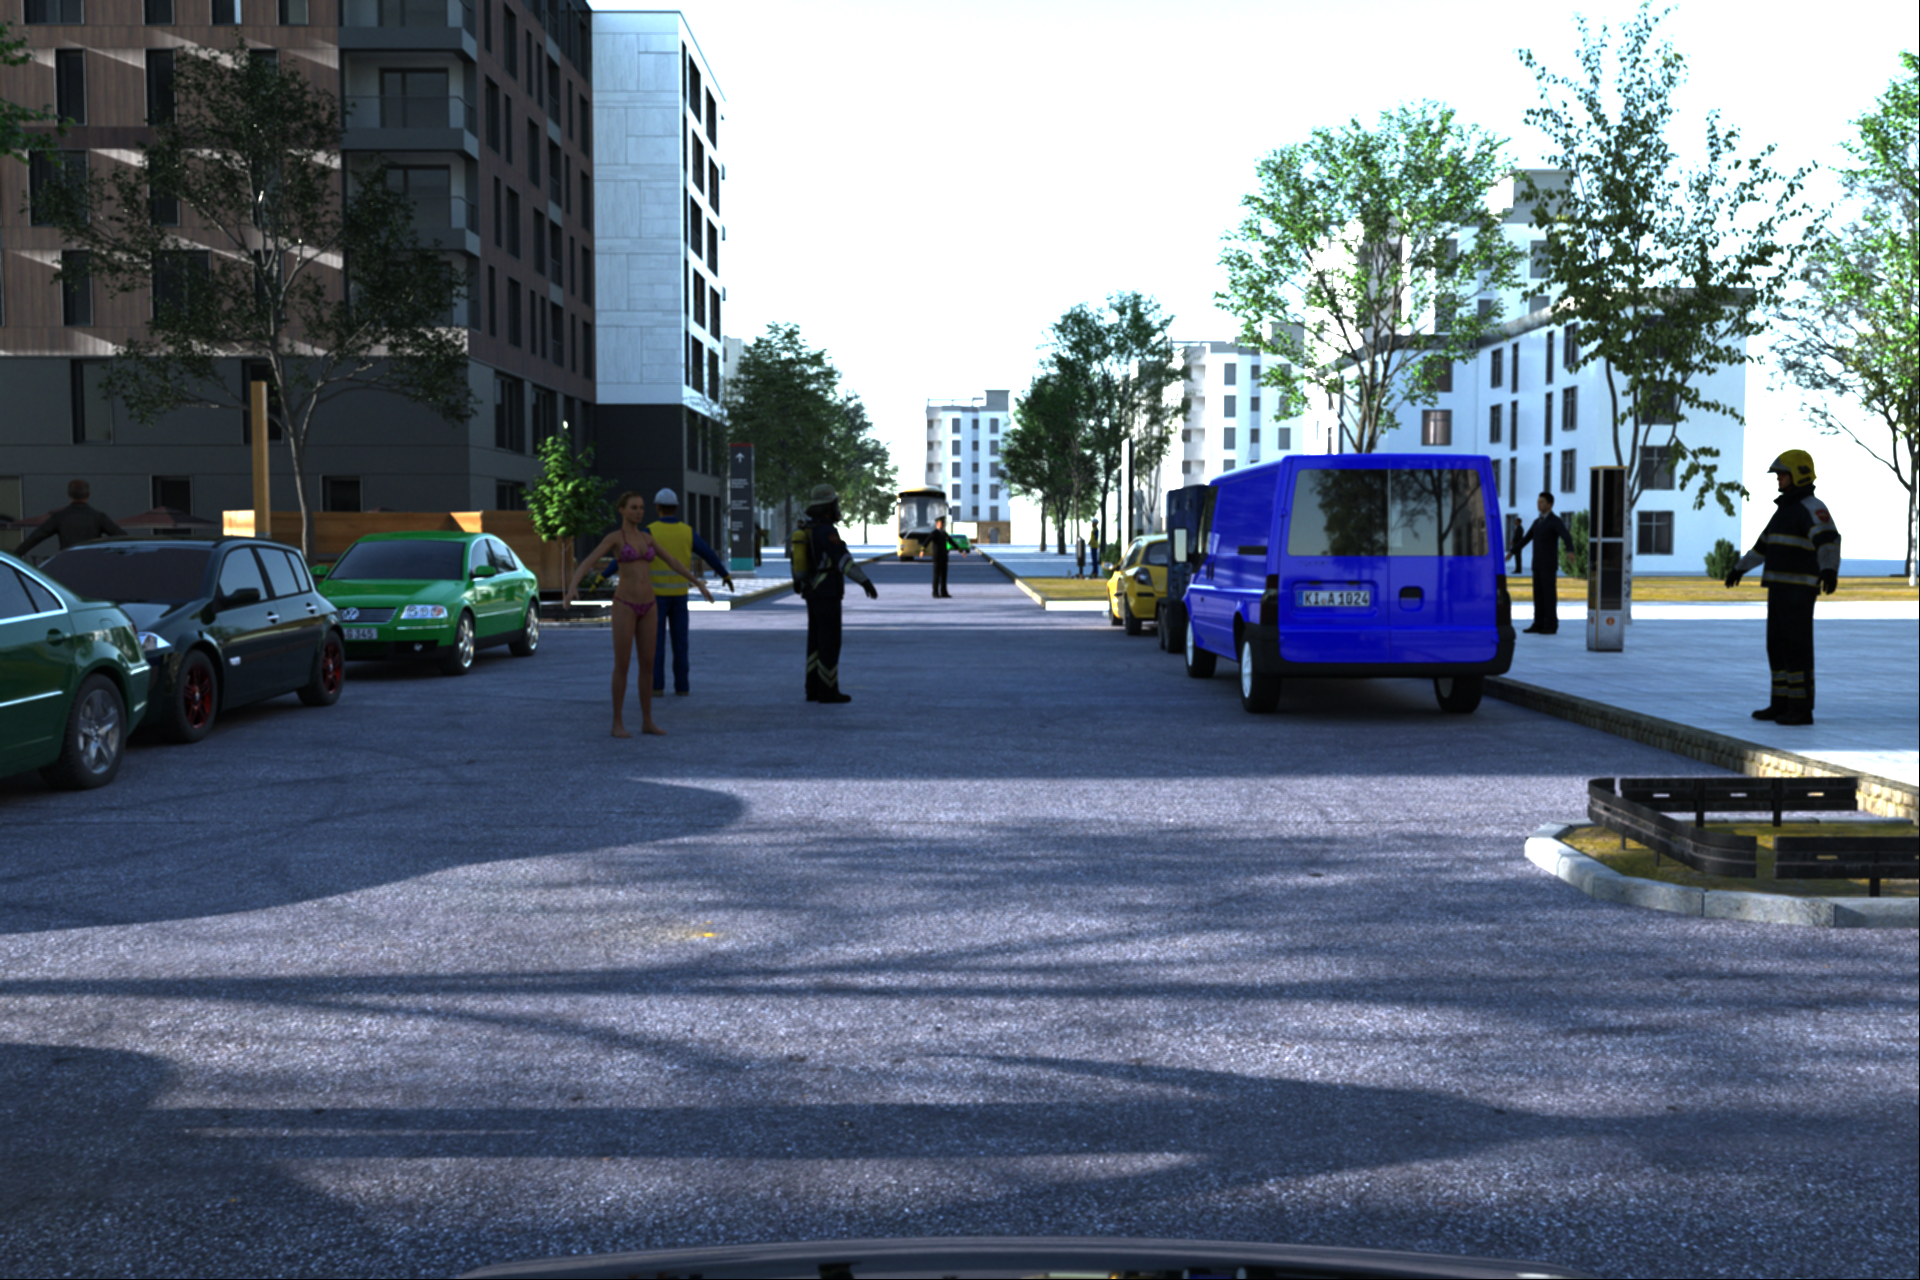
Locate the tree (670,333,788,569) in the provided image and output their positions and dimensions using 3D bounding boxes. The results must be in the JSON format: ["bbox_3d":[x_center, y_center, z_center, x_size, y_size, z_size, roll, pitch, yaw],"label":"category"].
[{"bbox_3d":[-8.980,-6.968,64.296,4.360,8.622,3.978,0,3,0],"label":"tree"}]

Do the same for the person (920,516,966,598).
[{"bbox_3d":[-0.420,-1.867,38.911,1.347,1.837,0.705,-3,5,-42],"label":"person"}]

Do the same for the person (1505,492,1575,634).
[{"bbox_3d":[7.510,-0.995,22.311,0.704,1.823,1.345,-1,4,-19],"label":"person"}]

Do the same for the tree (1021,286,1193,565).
[{"bbox_3d":[6.128,-8.975,72.499,9.928,11.665,9.643,0,3,0],"label":"tree"}]

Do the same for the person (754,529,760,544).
[{"bbox_3d":[-7.776,-3.548,64.132,0.705,1.813,1.348,2,4,29],"label":"person"}]

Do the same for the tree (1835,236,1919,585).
[{"bbox_3d":[24.033,-5.661,42.920,4.737,8.622,4.395,0,3,0],"label":"tree"}]

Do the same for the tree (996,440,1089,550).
[{"bbox_3d":[6.467,-12.260,134.862,8.767,10.594,7.601,1,4,21],"label":"tree"}]

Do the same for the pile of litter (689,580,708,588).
[{"bbox_3d":[-6.718,-1.722,42.112,1.176,0.858,1.719,0,4,-1],"label":"pile of litter"}]

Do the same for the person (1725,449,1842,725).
[{"bbox_3d":[5.620,-0.366,11.754,0.704,1.858,1.351,0,4,-2],"label":"person"}]

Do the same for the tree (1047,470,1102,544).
[{"bbox_3d":[14.843,-18.676,223.479,7.486,12.596,7.792,0,3,0],"label":"tree"}]

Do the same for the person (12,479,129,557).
[{"bbox_3d":[-8.432,-0.639,16.624,1.348,1.807,0.705,-2,4,-23],"label":"person"}]

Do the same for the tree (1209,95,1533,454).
[{"bbox_3d":[9.711,-7.076,41.455,9.928,11.665,9.643,0,3,0],"label":"tree"}]

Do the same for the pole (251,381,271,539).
[{"bbox_3d":[-9.369,-1.798,23.239,0.158,3.312,0.155,0,3,0],"label":"pole"}]

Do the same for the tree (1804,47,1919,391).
[{"bbox_3d":[20.758,-6.611,33.839,9.928,11.665,9.643,0,3,0],"label":"tree"}]

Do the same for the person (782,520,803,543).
[{"bbox_3d":[-5.911,-3.527,63.861,1.347,1.806,0.705,1,4,12],"label":"person"}]

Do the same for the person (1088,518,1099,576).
[{"bbox_3d":[4.066,-2.864,53.290,0.721,1.772,1.216,0,4,-3],"label":"person"}]

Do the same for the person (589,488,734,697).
[{"bbox_3d":[-2.607,-0.424,15.364,1.349,1.833,0.705,-2,4,-30],"label":"person"}]

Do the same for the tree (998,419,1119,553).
[{"bbox_3d":[6.680,-11.041,114.926,8.767,10.594,7.601,0,4,3],"label":"tree"}]

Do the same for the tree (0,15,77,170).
[{"bbox_3d":[-11.559,-5.428,14.502,9.928,11.665,9.643,0,3,0],"label":"tree"}]

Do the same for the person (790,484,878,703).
[{"bbox_3d":[-1.138,-0.401,14.788,0.705,1.856,1.354,-2,4,-33],"label":"person"}]

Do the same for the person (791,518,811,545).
[{"bbox_3d":[-5.236,-3.316,60.077,1.347,1.847,0.705,-3,4,-36],"label":"person"}]

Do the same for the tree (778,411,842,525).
[{"bbox_3d":[-8.935,-9.158,100.092,4.360,8.622,3.978,0,3,0],"label":"tree"}]

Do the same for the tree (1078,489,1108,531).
[{"bbox_3d":[17.576,-17.121,230.295,4.737,8.622,4.395,0,3,0],"label":"tree"}]

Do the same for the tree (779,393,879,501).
[{"bbox_3d":[-9.750,-12.320,127.194,9.928,11.665,9.643,0,3,0],"label":"tree"}]

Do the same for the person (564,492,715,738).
[{"bbox_3d":[-2.271,-0.184,12.267,1.217,1.733,0.721,-3,5,-43],"label":"person"}]

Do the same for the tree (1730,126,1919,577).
[{"bbox_3d":[28.617,-8.657,51.909,12.009,13.543,11.850,0,3,0],"label":"tree"}]

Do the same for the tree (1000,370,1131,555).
[{"bbox_3d":[6.476,-11.023,105.989,9.928,11.665,9.643,0,3,0],"label":"tree"}]

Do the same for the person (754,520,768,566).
[{"bbox_3d":[-8.126,-3.870,69.038,1.354,1.858,0.705,2,4,35],"label":"person"}]

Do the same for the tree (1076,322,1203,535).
[{"bbox_3d":[6.755,-6.707,60.020,4.360,8.622,3.978,0,3,0],"label":"tree"}]

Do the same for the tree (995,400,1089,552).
[{"bbox_3d":[5.987,-12.107,123.708,9.928,11.665,9.643,0,3,0],"label":"tree"}]

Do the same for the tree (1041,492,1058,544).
[{"bbox_3d":[12.665,-17.120,230.281,4.737,8.622,4.395,0,3,0],"label":"tree"}]

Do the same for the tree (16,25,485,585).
[{"bbox_3d":[-12.370,-5.983,32.230,7.601,10.594,8.767,1,4,22],"label":"tree"}]

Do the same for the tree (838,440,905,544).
[{"bbox_3d":[-12.327,-19.635,227.683,9.857,13.997,8.962,0,3,0],"label":"tree"}]

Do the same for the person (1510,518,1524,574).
[{"bbox_3d":[18.125,-3.064,56.318,0.704,1.802,1.346,2,4,28],"label":"person"}]

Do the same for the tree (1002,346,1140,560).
[{"bbox_3d":[5.636,-9.308,86.606,7.601,10.594,8.767,-1,4,-9],"label":"tree"}]
